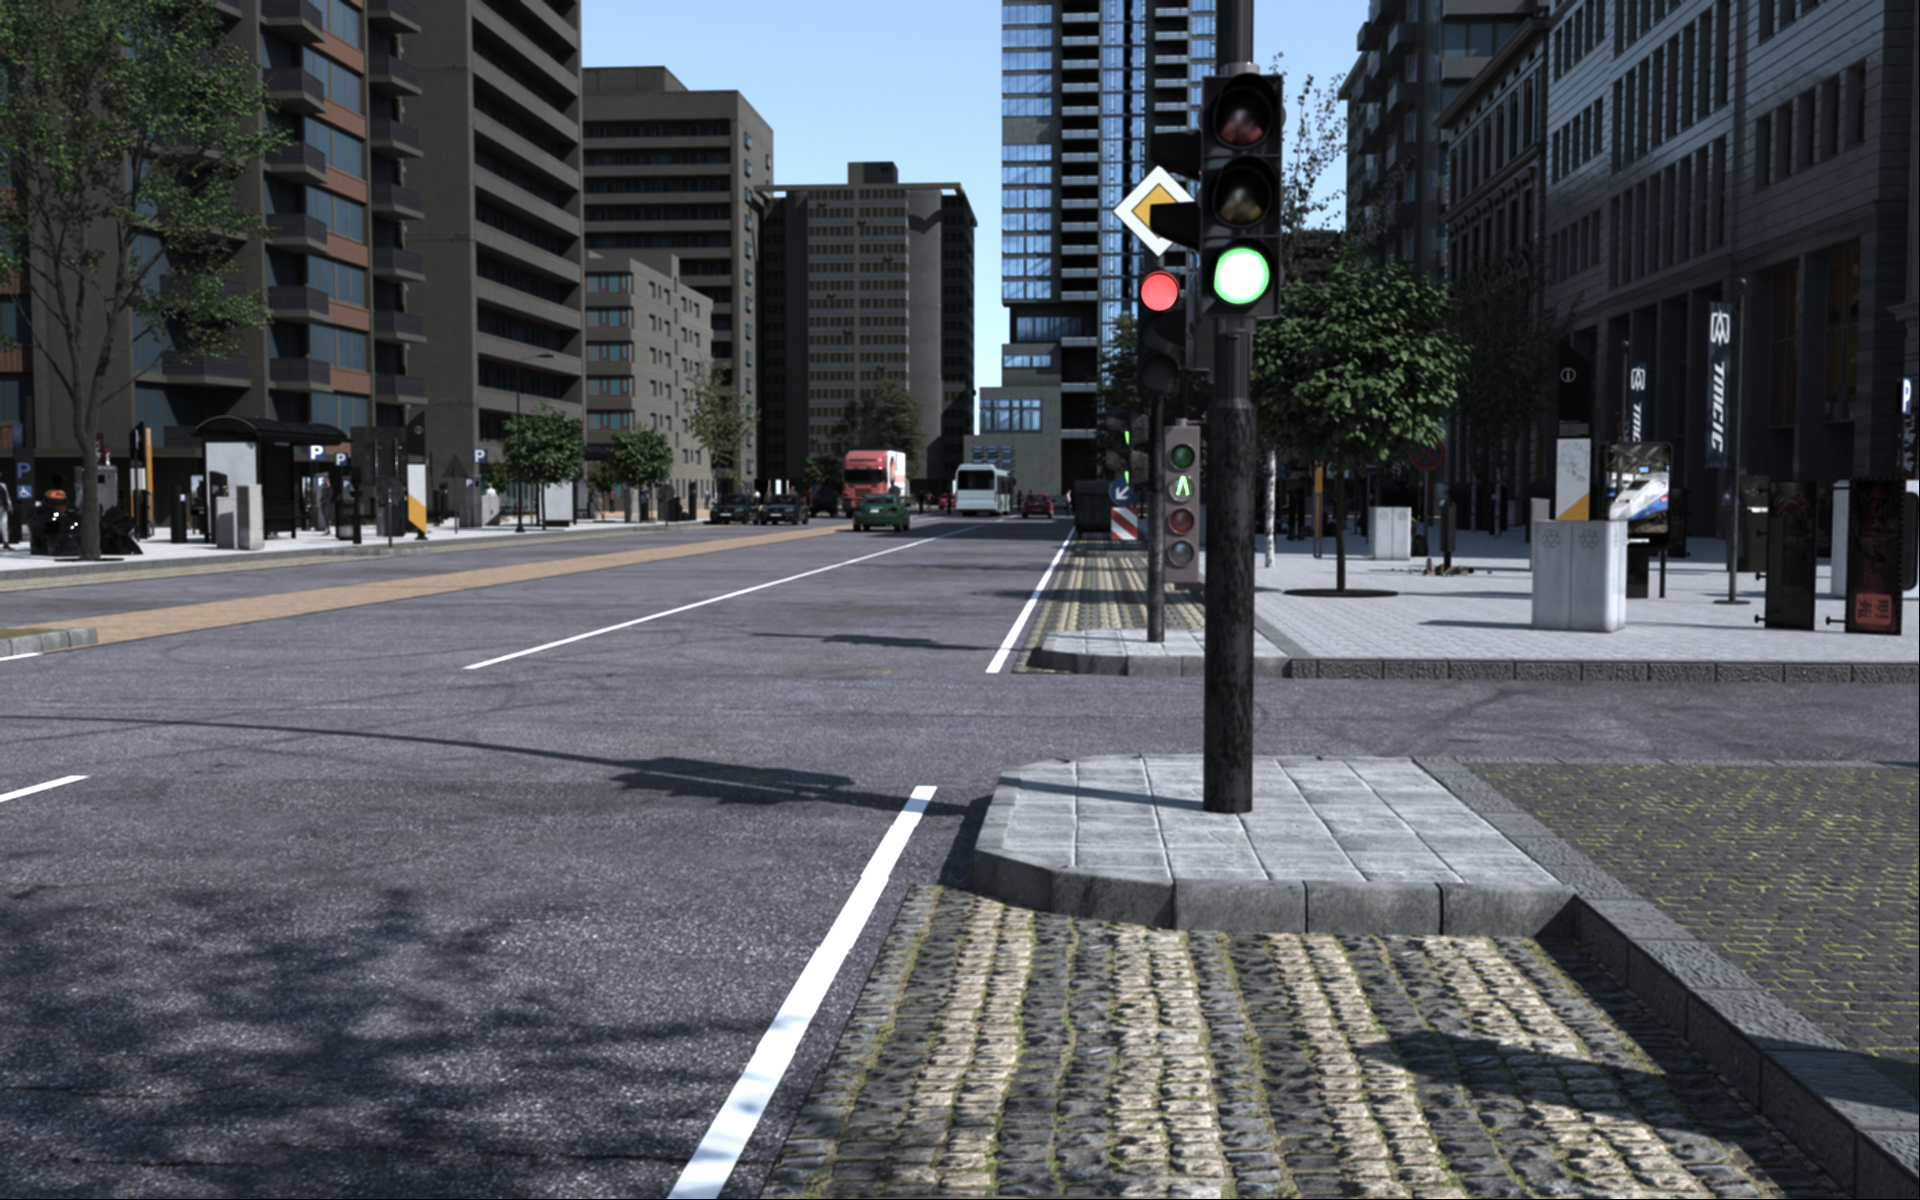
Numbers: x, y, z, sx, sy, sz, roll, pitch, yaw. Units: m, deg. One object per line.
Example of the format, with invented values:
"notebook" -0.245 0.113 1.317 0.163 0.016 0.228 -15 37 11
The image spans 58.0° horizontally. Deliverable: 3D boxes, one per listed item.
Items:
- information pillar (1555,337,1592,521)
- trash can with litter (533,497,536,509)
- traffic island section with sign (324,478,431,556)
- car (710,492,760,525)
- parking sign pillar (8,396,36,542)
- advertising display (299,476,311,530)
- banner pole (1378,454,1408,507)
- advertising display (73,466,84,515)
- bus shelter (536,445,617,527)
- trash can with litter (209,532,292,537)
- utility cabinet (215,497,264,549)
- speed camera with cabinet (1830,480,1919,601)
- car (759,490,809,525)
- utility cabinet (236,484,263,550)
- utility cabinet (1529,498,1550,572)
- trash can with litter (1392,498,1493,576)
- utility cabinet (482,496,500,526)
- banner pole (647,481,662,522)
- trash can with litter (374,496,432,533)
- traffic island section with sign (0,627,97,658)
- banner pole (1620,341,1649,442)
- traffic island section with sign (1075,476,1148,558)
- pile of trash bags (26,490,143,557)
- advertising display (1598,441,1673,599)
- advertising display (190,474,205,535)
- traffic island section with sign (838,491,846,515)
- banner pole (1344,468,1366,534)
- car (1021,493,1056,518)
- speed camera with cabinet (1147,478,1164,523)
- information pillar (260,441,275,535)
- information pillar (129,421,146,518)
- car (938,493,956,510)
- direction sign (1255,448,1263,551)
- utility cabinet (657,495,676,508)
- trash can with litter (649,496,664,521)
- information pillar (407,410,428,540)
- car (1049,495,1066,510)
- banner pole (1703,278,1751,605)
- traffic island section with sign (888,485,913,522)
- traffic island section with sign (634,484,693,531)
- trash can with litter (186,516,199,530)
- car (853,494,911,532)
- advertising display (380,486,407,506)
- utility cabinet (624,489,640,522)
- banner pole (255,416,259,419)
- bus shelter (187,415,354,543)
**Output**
"information pillar" 9.175 -2.116 25.953 0.504 3.616 0.183 1 4 19
"trash can with litter" -19.388 -4.236 80.641 0.624 1.170 1.055 1 4 22
"traffic island section with sign" -13.649 -1.973 40.889 1.989 1.847 2.006 0 4 4
"car" -10.645 -4.414 81.957 2.009 1.686 4.222 0 4 5
"parking sign pillar" -25.392 -3.582 47.031 1.447 3.967 1.447 -2 4 -26
"advertising display" -23.240 -3.442 61.487 0.123 1.923 0.974 0 4 -4
"banner pole" 10.579 -3.217 42.608 0.863 3.779 0.401 1 4 10
"advertising display" -20.679 -2.174 40.765 0.123 1.923 0.974 -3 4 -38
"bus shelter" -15.590 -4.649 69.927 2.014 3.302 5.546 0 4 4
"trash can with litter" -21.507 -2.547 52.700 2.233 1.210 1.678 0 4 6
"utility cabinet" -17.041 -1.823 40.971 1.020 1.237 0.306 -2 4 -28
"speed camera with cabinet" 11.743 -1.629 20.970 2.038 3.252 0.660 0 4 2
"car" -8.207 -4.351 80.925 2.009 1.686 4.222 0 4 5
"utility cabinet" -16.326 -1.902 39.771 0.318 1.500 1.173 -2 4 -35
"utility cabinet" 9.684 -1.087 28.933 0.306 1.237 1.020 1 4 17
"trash can with litter" 7.739 -1.036 28.003 1.678 1.210 2.233 1 4 21
"utility cabinet" -19.244 -3.619 70.336 1.020 1.237 0.306 -2 4 -33
"banner pole" -14.017 -5.483 79.658 0.401 3.779 0.863 3 5 42
"trash can with litter" -18.314 -2.837 57.447 1.678 1.210 2.233 -3 5 -42
"traffic island section with sign" -9.286 -0.452 15.531 2.006 1.907 1.989 0 4 4
"banner pole" 11.037 -2.354 28.503 0.863 3.779 0.401 -2 4 -35
"traffic island section with sign" 3.627 -1.891 39.548 1.989 1.847 2.006 0 4 4
"pile of trash bags" -18.923 -1.667 37.012 1.912 1.369 3.447 -3 5 -43
"advertising display" 8.276 -0.981 21.247 0.974 1.923 0.123 -1 4 -15
"advertising display" -23.794 -3.017 54.546 0.974 1.923 0.123 1 4 16
"traffic island section with sign" -7.702 -6.678 117.816 1.989 1.847 2.006 0 4 4
"banner pole" 12.790 -3.997 55.368 0.401 3.779 0.863 3 5 41
"car" 4.710 -5.847 104.644 2.155 1.783 4.494 0 4 5
"speed camera with cabinet" 8.682 -4.870 73.957 0.660 3.252 2.038 -1 4 -19
"information pillar" -21.541 -3.822 53.843 0.504 3.616 0.183 -1 4 -9
"information pillar" -26.255 -3.913 55.337 0.504 3.616 0.183 1 4 12
"car" -0.959 -9.286 160.866 2.155 1.783 4.494 0 4 4
"direction sign" 6.573 -2.897 39.368 0.379 3.537 0.876 -2 4 -32
"utility cabinet" -14.755 -4.648 87.155 1.020 1.237 0.306 2 4 33
"trash can with litter" -14.608 -4.468 84.103 1.678 1.210 2.233 -3 4 -37
"information pillar" -15.140 -3.483 48.304 0.504 3.616 0.183 0 4 -8
"car" 8.954 -9.032 160.029 2.083 1.381 4.827 0 4 4
"banner pole" 8.850 -1.836 20.031 0.863 3.779 0.401 -2 4 -35
"traffic island section with sign" -3.503 -5.034 90.447 2.006 1.907 1.989 0 4 4
"traffic island section with sign" -11.552 -3.617 67.762 1.989 1.847 2.006 0 4 4
"trash can with litter" -27.608 -3.127 62.516 1.055 1.170 0.624 -3 4 -36
"car" -3.028 -3.384 67.128 2.131 1.459 4.920 0 4 4
"advertising display" -20.997 -3.608 64.209 0.974 1.923 0.123 -1 4 -19
"utility cabinet" -14.975 -4.318 79.272 0.318 1.500 1.173 1 4 12
"banner pole" -22.418 -4.022 55.773 0.401 3.779 0.863 2 4 26
"bus shelter" -18.677 -3.265 47.314 2.014 3.302 5.546 0 4 4
